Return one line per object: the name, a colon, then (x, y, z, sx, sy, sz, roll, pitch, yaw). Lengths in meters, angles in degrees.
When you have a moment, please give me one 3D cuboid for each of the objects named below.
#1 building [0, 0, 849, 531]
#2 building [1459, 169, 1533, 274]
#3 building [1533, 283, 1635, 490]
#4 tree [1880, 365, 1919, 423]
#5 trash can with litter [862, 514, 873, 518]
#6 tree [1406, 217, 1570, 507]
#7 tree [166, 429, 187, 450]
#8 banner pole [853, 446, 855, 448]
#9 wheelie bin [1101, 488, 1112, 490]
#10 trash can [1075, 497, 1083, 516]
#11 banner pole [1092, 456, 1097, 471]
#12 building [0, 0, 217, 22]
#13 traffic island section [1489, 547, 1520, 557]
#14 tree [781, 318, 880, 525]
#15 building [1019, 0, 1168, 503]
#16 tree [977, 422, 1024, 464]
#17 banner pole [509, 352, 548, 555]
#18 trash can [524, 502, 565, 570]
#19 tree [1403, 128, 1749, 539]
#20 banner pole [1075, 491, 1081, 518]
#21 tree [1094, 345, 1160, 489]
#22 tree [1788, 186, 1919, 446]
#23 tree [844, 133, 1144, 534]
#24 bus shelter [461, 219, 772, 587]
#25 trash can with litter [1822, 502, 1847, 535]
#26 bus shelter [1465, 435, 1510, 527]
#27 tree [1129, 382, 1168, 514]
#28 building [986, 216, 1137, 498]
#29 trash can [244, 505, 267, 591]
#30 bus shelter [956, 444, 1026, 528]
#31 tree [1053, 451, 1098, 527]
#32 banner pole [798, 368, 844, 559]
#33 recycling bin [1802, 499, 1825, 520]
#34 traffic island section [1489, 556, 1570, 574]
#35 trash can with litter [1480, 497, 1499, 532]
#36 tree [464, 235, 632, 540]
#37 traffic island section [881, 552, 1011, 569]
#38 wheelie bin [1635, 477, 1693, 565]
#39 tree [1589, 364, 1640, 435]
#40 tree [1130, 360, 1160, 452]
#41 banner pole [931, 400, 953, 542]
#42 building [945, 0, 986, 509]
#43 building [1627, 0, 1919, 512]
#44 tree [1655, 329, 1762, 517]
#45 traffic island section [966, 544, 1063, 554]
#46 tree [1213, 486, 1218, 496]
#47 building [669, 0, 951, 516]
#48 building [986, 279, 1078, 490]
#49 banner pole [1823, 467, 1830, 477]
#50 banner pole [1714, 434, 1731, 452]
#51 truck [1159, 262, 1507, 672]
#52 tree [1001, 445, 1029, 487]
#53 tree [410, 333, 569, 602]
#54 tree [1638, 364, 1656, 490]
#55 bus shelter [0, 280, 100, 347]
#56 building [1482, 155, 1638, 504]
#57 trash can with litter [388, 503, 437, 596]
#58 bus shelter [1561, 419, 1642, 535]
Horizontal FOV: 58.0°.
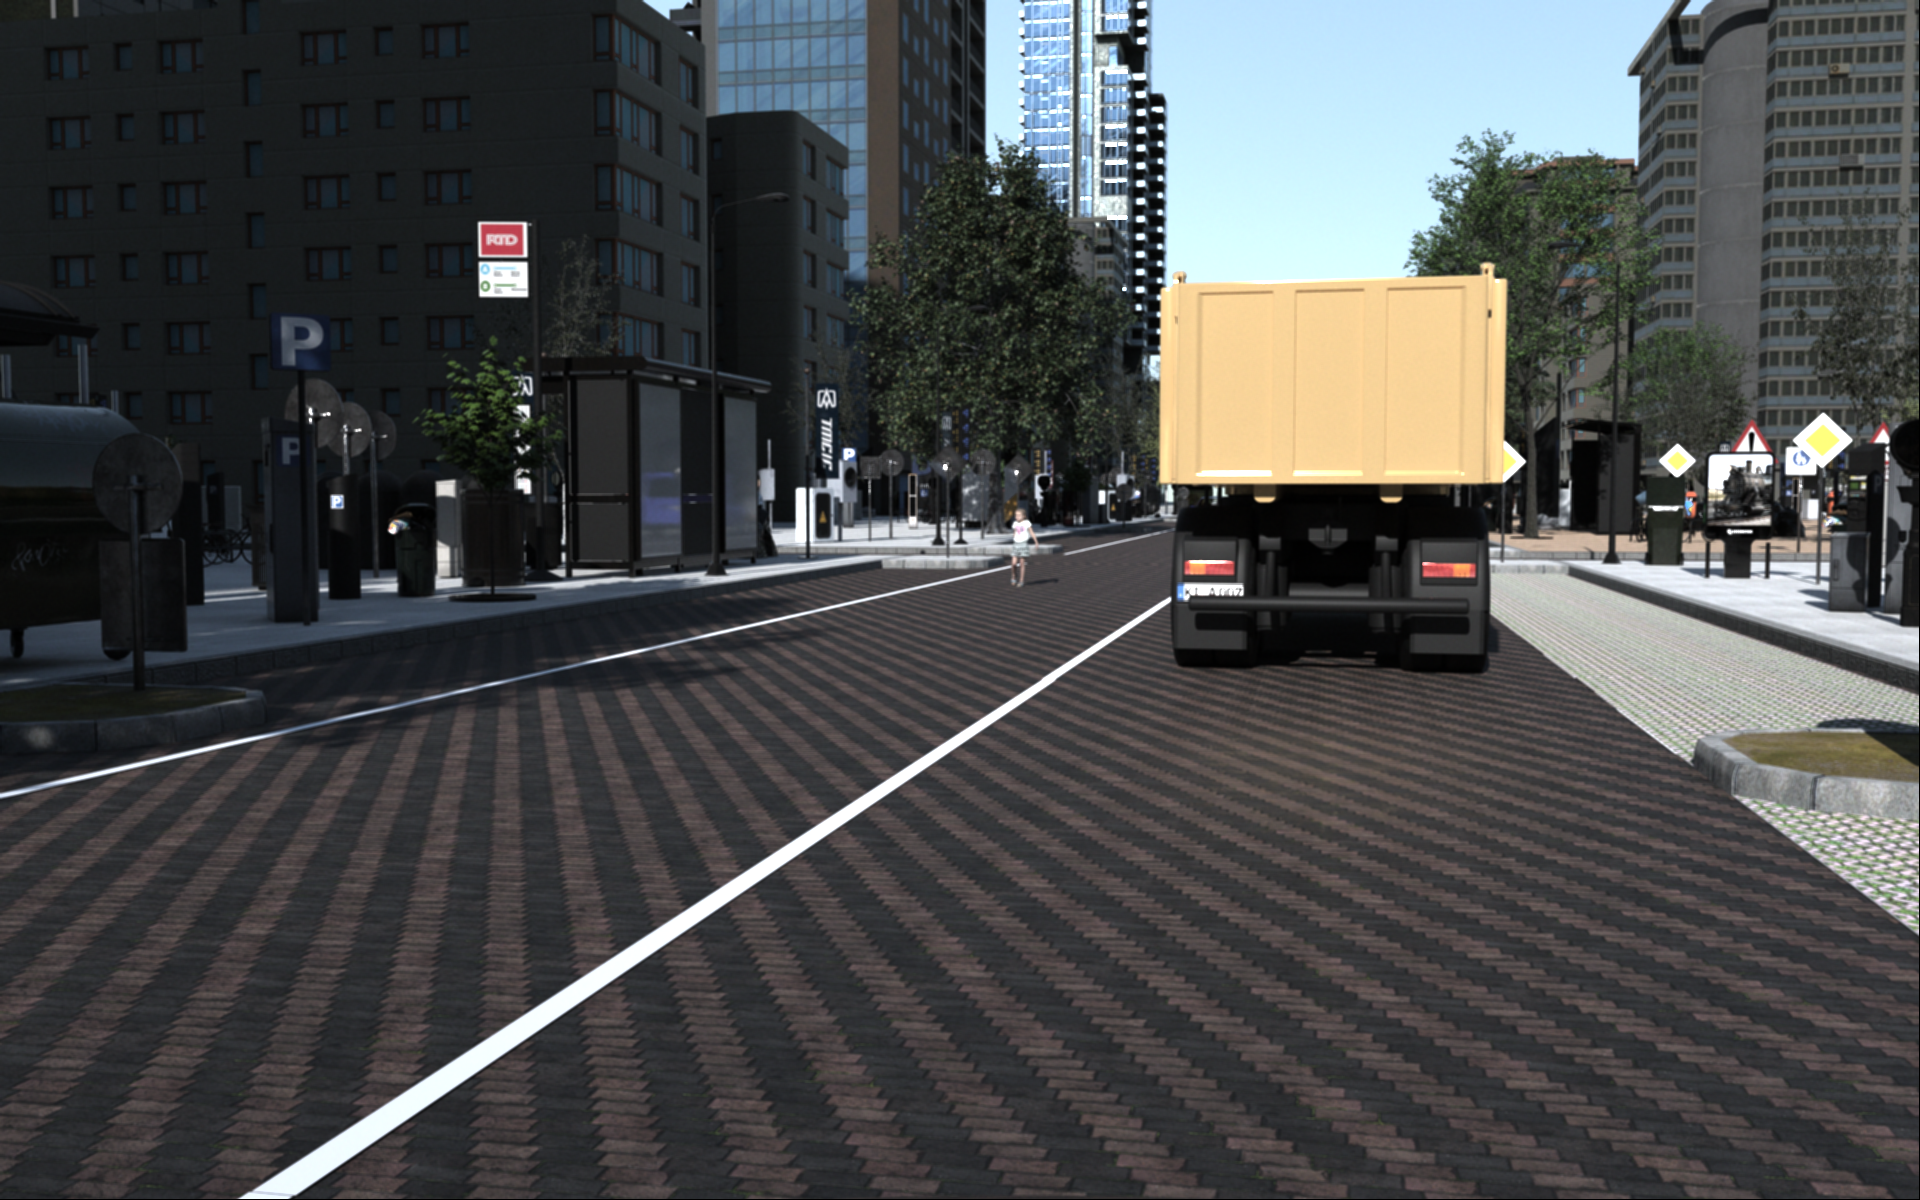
building: (-22.089, -14.110, 75.744, 27.650, 21.520, 28.899, 1, 4, 12)
building: (84.522, -38.499, 253.160, 21.300, 48.544, 21.600, 1, 4, 12)
building: (67.152, -18.890, 153.897, 27.650, 21.520, 28.899, 1, 4, 12)
tree: (53.138, -8.910, 96.043, 4.737, 8.622, 4.395, 0, 3, 0)
trash can with litter: (-5.581, -5.126, 94.873, 1.678, 1.210, 2.233, 0, 4, -1)
tree: (23.092, -10.621, 80.305, 9.857, 13.997, 8.962, 0, 3, 0)
tree: (-23.075, -3.446, 50.948, 1.663, 3.219, 1.824, 0, 3, 0)
banner pole: (-5.141, -5.449, 79.111, 0.863, 3.779, 0.401, 1, 4, 22)
wheelie bin: (7.970, -5.310, 94.724, 0.980, 1.594, 0.693, -1, 4, -13)
trash can: (7.056, -5.498, 101.538, 0.748, 1.137, 0.748, 0, 3, 0)
banner pole: (8.881, -7.600, 114.269, 0.401, 3.779, 0.863, -1, 4, -19)
building: (-47.428, -39.082, 77.238, 20.611, 71.187, 20.563, 1, 4, 12)
traffic island section: (11.859, -1.102, 40.295, 2.009, 0.180, 2.903, 1, 4, 12)
tree: (-5.088, -7.419, 71.661, 4.360, 8.622, 3.978, 0, 3, 0)
building: (19.965, -57.543, 253.503, 22.319, 86.520, 31.000, 1, 4, 12)
tree: (1.232, -8.476, 88.939, 4.360, 8.622, 3.978, 0, 3, 0)
banner pole: (-7.568, -2.485, 30.648, 0.863, 3.779, 0.401, 0, 4, -1)
trash can: (-7.113, -1.096, 29.571, 0.748, 1.137, 0.748, 0, 3, 0)
tree: (16.361, -7.579, 49.677, 9.928, 11.665, 9.643, 0, 3, 0)
banner pole: (6.588, -6.421, 95.000, 0.401, 3.779, 0.863, 2, 4, 33)
tree: (8.003, -8.227, 84.880, 4.360, 8.622, 3.978, 0, 3, 0)
tree: (21.835, -5.568, 41.406, 4.360, 8.622, 3.978, 0, 3, 0)
tree: (1.094, -8.477, 55.599, 9.611, 12.733, 9.660, 0, 3, 0)
bus shelter: (-5.455, -3.074, 27.899, 2.179, 5.291, 8.768, 1, 4, 12)
trash can with litter: (12.957, -0.842, 25.149, 0.624, 1.170, 1.055, 3, 5, 42)
bus shelter: (20.314, -4.664, 67.543, 1.731, 3.624, 6.357, 1, 4, 12)
tree: (12.968, -9.801, 110.614, 4.737, 8.622, 4.395, 0, 3, 0)
building: (8.657, -32.867, 229.260, 32.217, 40.220, 23.993, 1, 4, 12)
trash can: (-9.151, -0.704, 23.161, 0.748, 1.137, 0.748, 0, 3, 0)
bus shelter: (1.105, -4.516, 67.764, 2.014, 3.302, 5.546, 1, 4, 12)
tree: (4.574, -4.461, 67.531, 1.663, 3.219, 1.824, 0, 3, 0)
banner pole: (-2.800, -2.717, 34.440, 0.863, 3.779, 0.401, 0, 4, 2)
recycling bin: (41.989, -4.455, 85.397, 0.722, 1.027, 0.722, 0, 4, -2)
traffic island section: (10.192, -0.624, 32.485, 2.009, 0.180, 2.903, 1, 4, 12)
trash can with litter: (17.818, -2.911, 58.987, 0.624, 1.170, 1.055, -2, 4, -34)
tree: (-11.354, -6.011, 48.647, 4.360, 8.622, 3.978, 0, 3, 0)
traffic island section: (-0.264, -0.760, 34.714, 2.009, 0.180, 2.903, 1, 4, 12)
wheelie bin: (12.736, -1.434, 31.347, 0.980, 1.594, 0.693, 1, 4, 22)
tree: (37.403, -8.965, 96.933, 4.360, 8.622, 3.978, 0, 3, 0)
tree: (17.754, -13.410, 129.619, 12.009, 13.543, 11.850, 0, 3, 0)
banner pole: (-0.443, -3.428, 46.062, 0.401, 3.779, 0.863, 3, 4, 37)
building: (-6.782, -42.319, 130.165, 20.563, 71.187, 20.611, 1, 4, 12)
building: (63.617, -26.618, 127.089, 32.217, 40.220, 23.993, 1, 4, 12)
tree: (33.908, -7.784, 77.631, 4.360, 8.622, 3.978, 0, 3, 0)
traffic island section: (1.404, -1.238, 42.524, 2.009, 0.180, 2.903, 1, 4, 12)
tree: (23.778, -14.716, 157.618, 9.611, 12.733, 9.660, 0, 3, 0)
building: (-8.810, -28.031, 108.422, 14.600, 45.320, 14.200, 1, 4, 12)
building: (-4.652, -19.050, 156.499, 27.650, 21.520, 28.899, 1, 4, 12)
banner pole: (38.235, -5.287, 76.466, 0.863, 3.779, 0.401, -3, 4, -38)
banner pole: (31.766, -5.037, 72.364, 0.401, 3.779, 0.863, -3, 5, -41)
truck: (3.828, -1.332, 17.710, 3.469, 3.379, 9.791, 1, 4, 13)
tree: (2.341, -7.089, 99.622, 4.285, 4.588, 4.351, 0, 3, 0)
tree: (-5.543, -1.612, 20.952, 1.663, 3.219, 1.824, 0, 3, 0)
tree: (37.630, -8.502, 89.371, 4.360, 8.622, 3.978, 0, 3, 0)
bus shelter: (-9.730, -1.229, 14.017, 2.014, 3.302, 5.546, 1, 4, 12)
building: (80.439, -35.088, 228.316, 22.147, 44.769, 28.867, 1, 4, 12)
trash can with litter: (-6.972, -0.645, 21.925, 0.624, 1.170, 1.055, -2, 4, -25)
bus shelter: (21.071, -4.024, 57.067, 1.731, 3.624, 6.357, 1, 4, 12)
